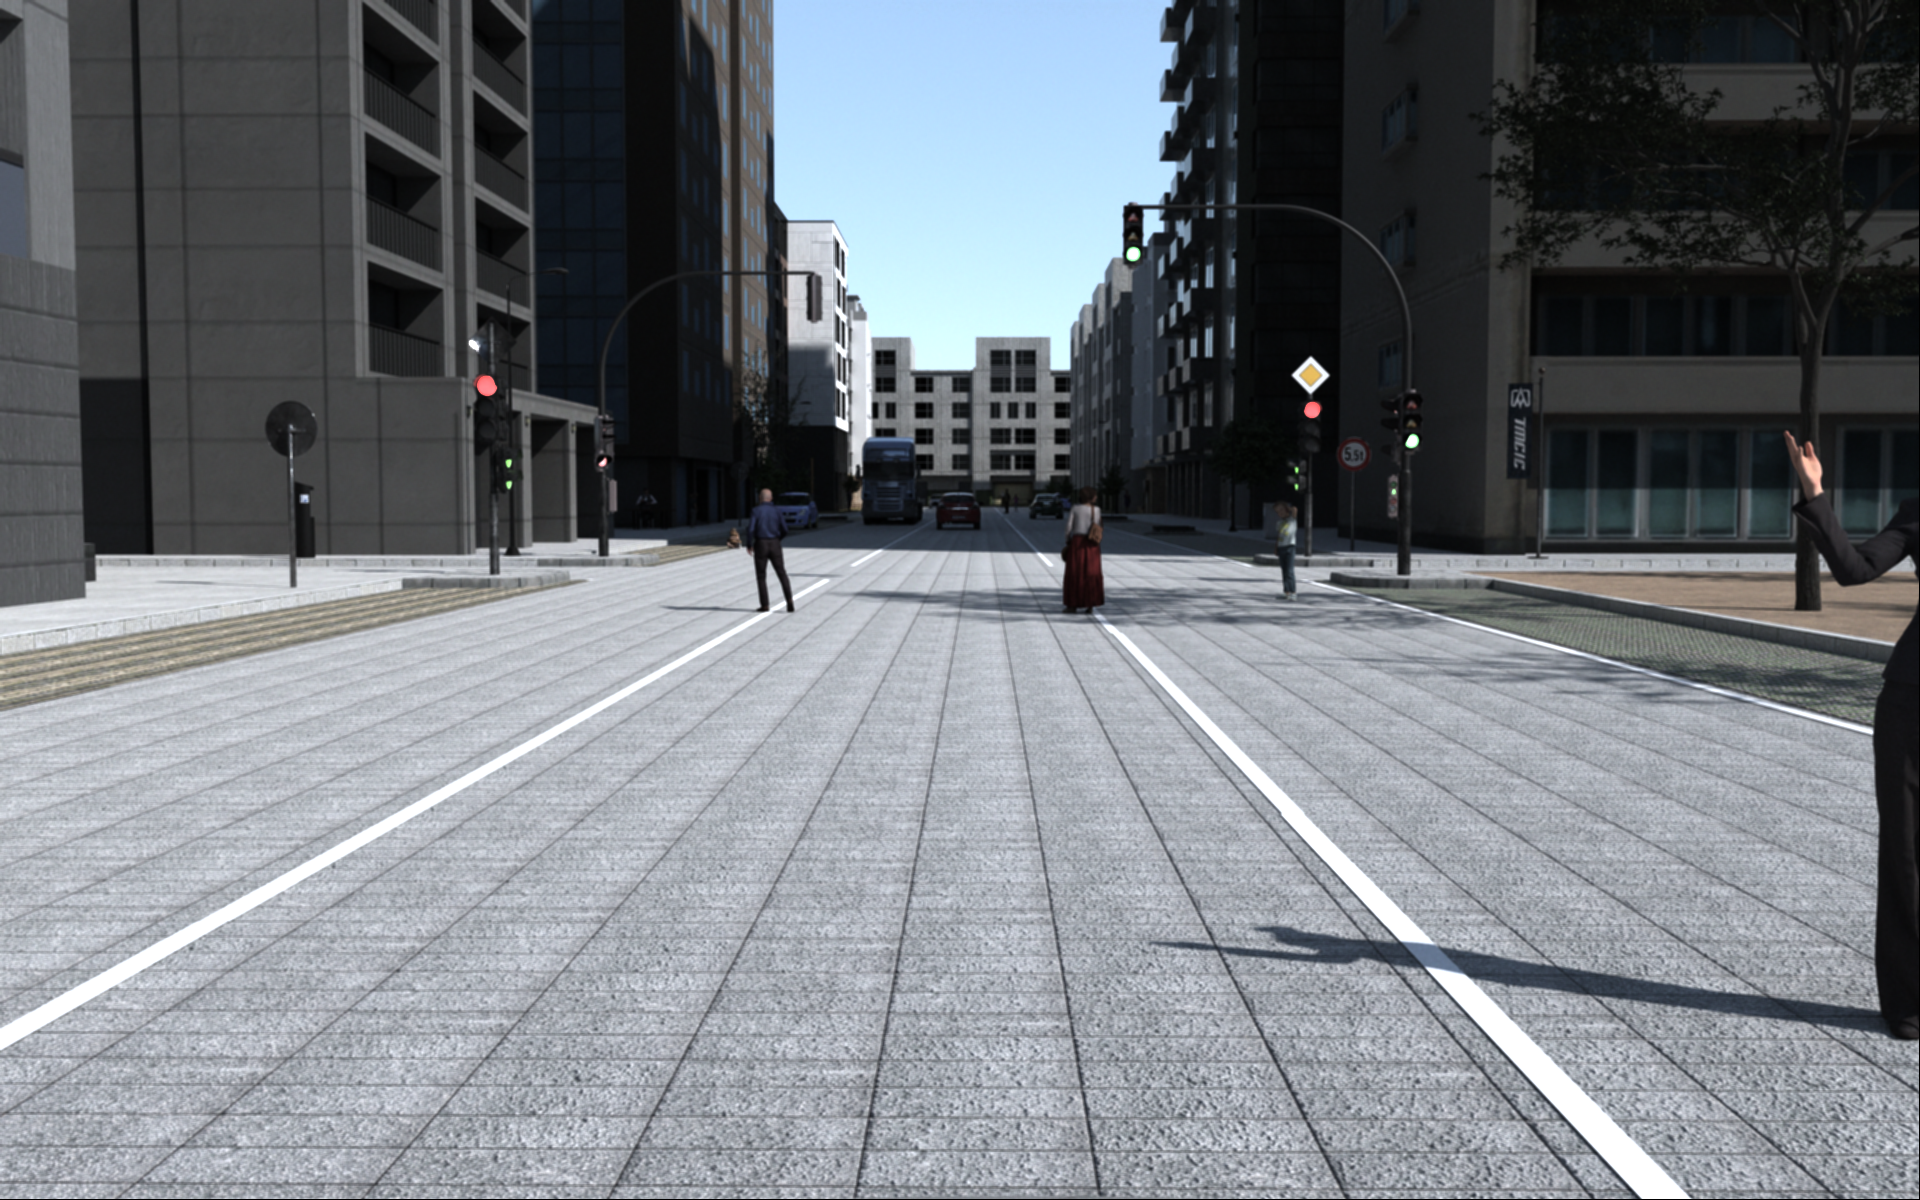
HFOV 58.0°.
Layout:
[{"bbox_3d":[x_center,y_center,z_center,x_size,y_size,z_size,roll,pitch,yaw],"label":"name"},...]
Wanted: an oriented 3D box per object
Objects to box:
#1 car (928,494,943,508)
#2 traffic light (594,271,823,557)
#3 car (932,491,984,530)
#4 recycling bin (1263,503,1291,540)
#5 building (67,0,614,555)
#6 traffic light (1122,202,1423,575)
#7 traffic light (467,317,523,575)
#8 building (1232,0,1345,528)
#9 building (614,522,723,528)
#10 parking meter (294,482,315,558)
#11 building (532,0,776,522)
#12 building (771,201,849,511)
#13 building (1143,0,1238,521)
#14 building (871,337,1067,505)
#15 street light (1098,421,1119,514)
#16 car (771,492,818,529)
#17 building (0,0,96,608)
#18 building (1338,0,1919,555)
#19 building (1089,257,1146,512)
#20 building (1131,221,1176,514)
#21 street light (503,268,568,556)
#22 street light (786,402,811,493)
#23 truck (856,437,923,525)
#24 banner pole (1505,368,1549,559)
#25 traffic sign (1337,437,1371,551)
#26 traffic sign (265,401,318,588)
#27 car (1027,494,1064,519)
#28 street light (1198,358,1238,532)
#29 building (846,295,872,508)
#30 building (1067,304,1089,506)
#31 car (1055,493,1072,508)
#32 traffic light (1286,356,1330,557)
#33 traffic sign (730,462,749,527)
[{"bbox_3d":[-2.221,-9.913,174.086,2.014,1.417,4.499,0,4,0],"label":"car"},{"bbox_3d":[-5.208,-3.720,35.485,4.771,5.953,1.251,0,4,1],"label":"traffic light"},{"bbox_3d":[-0.078,-3.809,71.316,2.155,1.783,4.494,0,4,-1],"label":"car"},{"bbox_3d":[8.984,-2.232,49.054,0.722,1.027,0.722,0,4,4],"label":"recycling bin"},{"bbox_3d":[-20.465,-37.084,44.579,20.563,71.187,20.611,0,4,1],"label":"building"},{"bbox_3d":[4.908,-3.214,27.215,4.771,5.953,1.251,0,4,1],"label":"traffic light"},{"bbox_3d":[-7.399,-2.359,27.491,0.839,4.253,0.868,0,4,1],"label":"traffic light"},{"bbox_3d":[18.267,-18.358,71.853,14.160,30.474,14.107,0,4,1],"label":"building"},{"bbox_3d":[-17.324,-25.723,70.690,14.600,45.320,14.200,0,4,1],"label":"building"},{"bbox_3d":[-13.183,-1.616,34.838,0.372,1.533,0.369,0,3,0],"label":"parking meter"},{"bbox_3d":[-17.723,-27.079,92.855,14.600,45.320,14.200,0,4,1],"label":"building"},{"bbox_3d":[-23.390,-17.346,127.582,27.936,21.610,32.646,0,4,1],"label":"building"},{"bbox_3d":[22.809,-29.039,94.401,23.786,49.044,30.456,0,4,1],"label":"building"},{"bbox_3d":[1.848,-20.601,203.290,31.486,18.905,16.747,0,4,1],"label":"building"},{"bbox_3d":[9.471,-8.434,110.438,1.470,5.913,1.316,0,4,1],"label":"street light"},{"bbox_3d":[-6.837,-3.753,70.946,1.945,1.707,3.694,0,4,2],"label":"car"},{"bbox_3d":[-24.856,-28.948,15.304,28.212,58.520,21.231,0,4,1],"label":"building"},{"bbox_3d":[21.643,-25.791,45.393,21.600,48.544,21.300,0,4,1],"label":"building"},{"bbox_3d":[19.860,-16.606,137.960,16.747,18.905,31.486,0,4,1],"label":"building"},{"bbox_3d":[19.742,-15.909,116.530,16.016,20.091,11.380,0,4,1],"label":"building"},{"bbox_3d":[-8.755,-3.868,35.789,1.470,5.913,1.316,0,4,1],"label":"street light"},{"bbox_3d":[-8.174,-7.009,87.133,1.470,5.913,1.316,0,4,1],"label":"street light"},{"bbox_3d":[-3.293,-5.997,87.816,2.967,4.110,18.799,0,3,0],"label":"truck"},{"bbox_3d":[11.285,-2.716,34.419,0.863,3.779,0.401,1,4,16],"label":"banner pole"},{"bbox_3d":[8.850,-2.379,38.996,0.768,2.556,0.104,0,4,2],"label":"traffic sign"},{"bbox_3d":[-9.157,-1.444,23.716,0.768,2.556,0.104,1,4,9],"label":"traffic sign"},{"bbox_3d":[5.004,-5.422,100.447,2.131,1.459,4.920,0,4,0],"label":"car"},{"bbox_3d":[8.800,-5.294,59.095,1.470,5.913,1.316,0,4,1],"label":"street light"},{"bbox_3d":[-16.250,-18.713,162.379,16.016,20.091,11.380,0,4,1],"label":"building"},{"bbox_3d":[19.959,-18.535,169.506,16.747,18.905,31.486,0,4,1],"label":"building"},{"bbox_3d":[8.310,-8.167,143.114,1.945,1.707,3.694,0,4,1],"label":"car"},{"bbox_3d":[7.100,-2.838,35.315,0.839,4.253,0.868,0,4,1],"label":"traffic light"},{"bbox_3d":[-8.634,-4.146,67.892,0.768,2.556,0.104,0,4,4],"label":"traffic sign"}]
